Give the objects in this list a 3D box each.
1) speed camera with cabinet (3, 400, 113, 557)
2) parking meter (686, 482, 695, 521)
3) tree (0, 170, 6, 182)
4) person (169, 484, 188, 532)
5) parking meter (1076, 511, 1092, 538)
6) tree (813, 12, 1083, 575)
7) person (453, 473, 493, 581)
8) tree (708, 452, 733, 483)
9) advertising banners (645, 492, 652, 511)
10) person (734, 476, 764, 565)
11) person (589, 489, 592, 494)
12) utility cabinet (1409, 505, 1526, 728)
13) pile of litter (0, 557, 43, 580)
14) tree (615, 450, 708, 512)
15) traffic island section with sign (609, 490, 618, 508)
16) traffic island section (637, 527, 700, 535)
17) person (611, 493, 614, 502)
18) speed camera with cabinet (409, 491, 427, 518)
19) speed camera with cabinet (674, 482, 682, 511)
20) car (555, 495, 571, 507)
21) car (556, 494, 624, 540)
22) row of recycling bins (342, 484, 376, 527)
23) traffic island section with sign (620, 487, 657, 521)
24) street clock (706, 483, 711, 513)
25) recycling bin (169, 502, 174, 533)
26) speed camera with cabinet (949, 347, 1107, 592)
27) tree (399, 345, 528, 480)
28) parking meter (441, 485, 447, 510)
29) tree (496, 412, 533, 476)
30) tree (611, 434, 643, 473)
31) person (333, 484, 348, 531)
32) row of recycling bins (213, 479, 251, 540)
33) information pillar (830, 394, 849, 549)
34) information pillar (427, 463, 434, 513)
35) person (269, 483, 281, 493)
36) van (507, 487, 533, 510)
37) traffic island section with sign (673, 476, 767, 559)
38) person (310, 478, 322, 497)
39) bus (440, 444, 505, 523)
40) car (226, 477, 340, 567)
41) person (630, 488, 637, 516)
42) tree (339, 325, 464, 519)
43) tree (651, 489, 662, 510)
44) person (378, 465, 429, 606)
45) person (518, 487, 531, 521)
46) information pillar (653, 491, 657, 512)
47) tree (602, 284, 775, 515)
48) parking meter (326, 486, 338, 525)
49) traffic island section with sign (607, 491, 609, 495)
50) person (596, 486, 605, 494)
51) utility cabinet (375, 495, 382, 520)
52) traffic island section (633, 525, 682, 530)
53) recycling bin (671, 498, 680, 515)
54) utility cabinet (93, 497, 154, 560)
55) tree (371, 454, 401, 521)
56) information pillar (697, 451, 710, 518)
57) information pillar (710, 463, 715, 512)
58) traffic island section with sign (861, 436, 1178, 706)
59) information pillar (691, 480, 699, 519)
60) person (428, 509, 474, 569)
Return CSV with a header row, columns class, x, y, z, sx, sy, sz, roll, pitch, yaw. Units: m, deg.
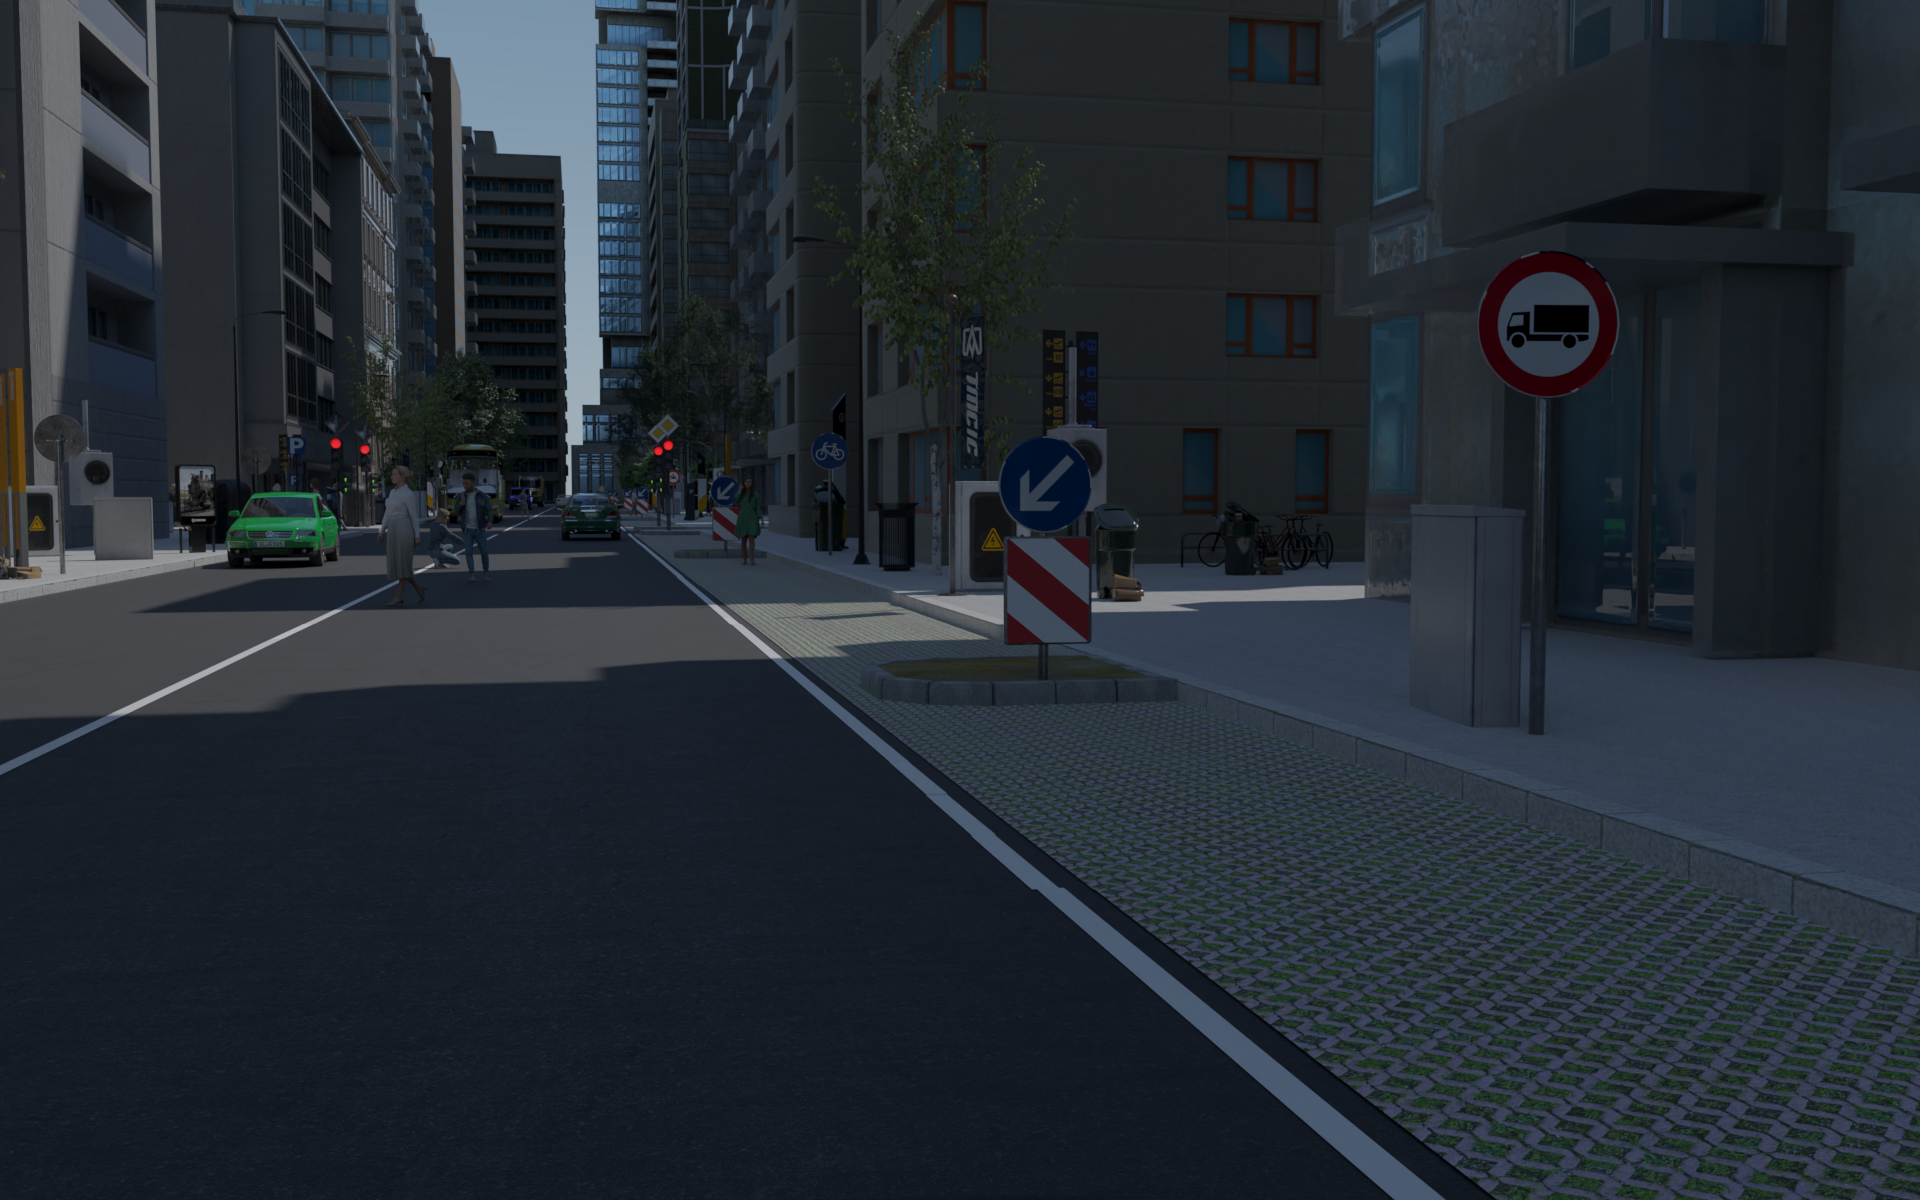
class,x,y,z,sx,sy,sz,roll,pitch,yaw
speed camera with cabinet,-18.688,-2.541,35.873,0.660,3.252,2.038,3,4,38
parking meter,-12.965,-4.743,83.264,0.399,1.863,0.255,-2,4,-23
tree,-13.153,-4.266,20.118,4.360,8.622,3.978,0,3,0
person,-28.242,-3.333,63.217,1.509,1.804,0.699,0,4,-7
parking meter,2.110,-1.453,29.465,0.255,1.863,0.399,0,4,4
tree,-0.320,-4.684,26.943,4.737,8.622,4.395,0,3,0
person,-8.004,-1.202,28.494,0.623,1.781,0.721,-1,4,-19
tree,-18.455,-8.816,127.856,4.285,4.588,4.351,0,3,0
advertising banners,-24.112,-8.481,134.849,0.090,3.025,2.074,-2,4,-34
person,-4.231,-1.585,34.666,0.600,1.795,0.529,-1,4,-15
person,-29.682,-8.016,139.576,0.388,1.821,0.555,0,4,-4
utility cabinet,2.913,0.072,9.992,0.306,1.237,1.020,0,4,-5
pile of litter,-14.700,-0.767,26.506,1.176,0.858,1.719,-2,4,-32
tree,-20.266,-8.136,116.734,4.285,4.588,4.351,0,3,0
traffic island section with sign,-23.036,-6.791,119.657,1.989,1.847,2.006,-1,4,-12
traffic island section,-10.253,-2.375,61.108,2.009,0.180,2.903,-1,4,-12
person,-27.148,-7.594,135.257,0.503,1.515,0.523,2,4,32
speed camera with cabinet,-30.270,-6.140,94.723,2.038,3.252,0.660,-1,4,-9
speed camera with cabinet,-21.389,-8.381,131.363,0.660,3.252,2.038,0,4,-7
car,-40.336,-10.060,176.848,2.083,1.381,4.827,-1,4,-14
car,-11.748,-2.648,55.086,2.131,1.459,4.920,-1,4,-12
row of recycling bins,-24.006,-3.805,69.318,1.069,1.692,3.534,-1,4,-11
traffic island section with sign,-17.200,-5.157,92.947,1.989,1.847,2.006,-1,4,-12
street clock,-17.039,-6.884,117.130,0.358,2.002,0.471,3,5,45
recycling bin,-26.320,-2.707,56.806,0.722,1.027,0.722,0,4,3
speed camera with cabinet,0.905,-1.758,23.085,2.038,3.252,0.660,-1,4,-15
tree,-38.273,-13.247,133.598,9.611,12.733,9.660,0,3,0
parking meter,-32.359,-6.294,108.621,0.255,1.863,0.399,1,4,14
tree,-56.914,-17.712,215.353,9.928,11.665,9.643,0,3,0
tree,-40.081,-15.807,208.800,4.360,8.622,3.978,0,3,0
person,-23.150,-3.404,64.252,0.767,1.812,0.694,0,4,3
row of recycling bins,-20.552,-2.533,48.522,1.069,1.692,3.534,-2,4,-29
information pillar,-2.827,-2.997,40.348,0.183,3.616,0.504,3,4,36
information pillar,-36.437,-7.823,119.267,0.504,3.616,0.183,-2,4,-27
person,-23.784,-3.152,60.226,0.537,1.800,0.526,-1,4,-15
van,-39.771,-9.320,156.773,2.240,2.365,5.245,-1,4,-12
traffic island section with sign,-5.454,-1.864,39.099,1.989,1.847,2.006,-1,4,-12
person,-16.204,-2.136,43.428,0.388,1.821,0.555,-2,4,-33
bus,-24.791,-5.950,88.837,2.896,3.916,12.252,-1,4,-13
car,-13.810,-1.630,35.443,1.959,1.807,4.718,-1,4,-14
person,-20.858,-6.240,110.747,0.641,1.798,0.478,3,4,36
tree,-25.201,-7.690,76.095,4.737,8.622,4.395,0,3,0
tree,-24.108,-8.805,138.560,1.663,3.219,1.824,0,3,0
person,-7.158,-0.832,22.334,0.641,1.798,0.478,-3,5,-43
person,-23.022,-5.061,91.582,0.599,1.781,0.374,1,4,21
information pillar,-21.355,-7.960,121.498,0.183,3.616,0.504,3,4,37
tree,-11.183,-8.761,77.649,7.601,10.594,8.767,0,4,1
parking meter,-20.925,-3.016,57.717,0.372,1.533,0.369,0,3,0
traffic island section with sign,-33.668,-9.768,168.331,1.989,1.847,2.006,-1,4,-12
person,-15.659,-4.091,75.573,0.537,1.800,0.526,1,4,13
utility cabinet,-28.464,-4.557,85.675,1.020,1.237,0.306,-2,4,-34
traffic island section,-11.956,-2.852,68.910,2.009,0.180,2.903,-1,4,-12
recycling bin,-17.900,-5.826,107.806,0.722,1.027,0.722,2,4,28
utility cabinet,-16.345,-1.388,33.858,1.020,1.237,0.306,-1,4,-21
tree,-27.287,-5.375,82.486,1.663,3.219,1.824,0,3,0
information pillar,-13.977,-6.262,93.745,0.504,3.616,0.183,1,4,18
information pillar,-17.974,-8.191,125.274,0.504,3.616,0.183,-3,4,-36
traffic island section with sign,0.324,-0.244,12.617,1.989,1.847,2.006,-1,4,-12
information pillar,-13.400,-5.083,87.606,0.304,2.012,0.304,-2,4,-25
person,-10.000,-1.199,33.598,0.738,1.151,1.012,-3,5,-41
